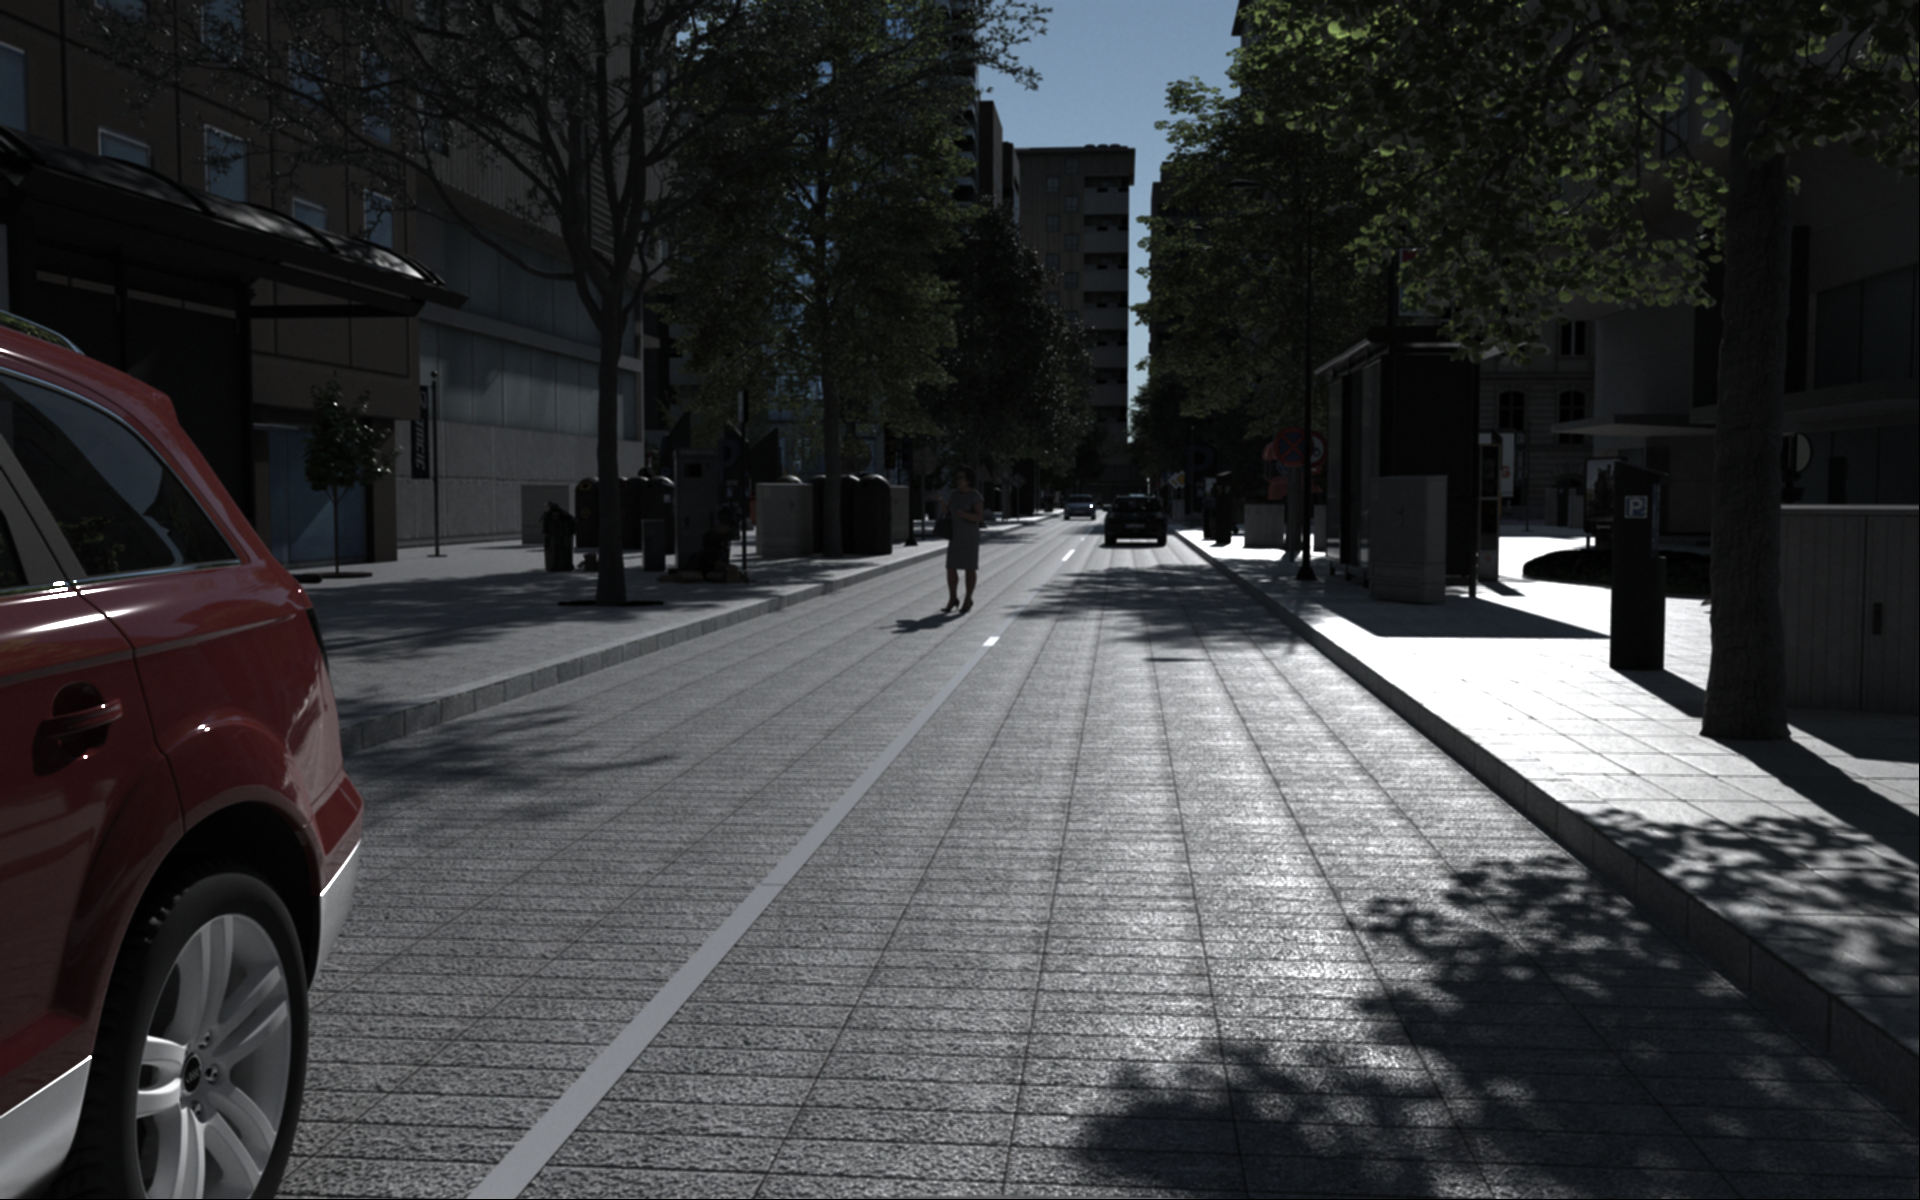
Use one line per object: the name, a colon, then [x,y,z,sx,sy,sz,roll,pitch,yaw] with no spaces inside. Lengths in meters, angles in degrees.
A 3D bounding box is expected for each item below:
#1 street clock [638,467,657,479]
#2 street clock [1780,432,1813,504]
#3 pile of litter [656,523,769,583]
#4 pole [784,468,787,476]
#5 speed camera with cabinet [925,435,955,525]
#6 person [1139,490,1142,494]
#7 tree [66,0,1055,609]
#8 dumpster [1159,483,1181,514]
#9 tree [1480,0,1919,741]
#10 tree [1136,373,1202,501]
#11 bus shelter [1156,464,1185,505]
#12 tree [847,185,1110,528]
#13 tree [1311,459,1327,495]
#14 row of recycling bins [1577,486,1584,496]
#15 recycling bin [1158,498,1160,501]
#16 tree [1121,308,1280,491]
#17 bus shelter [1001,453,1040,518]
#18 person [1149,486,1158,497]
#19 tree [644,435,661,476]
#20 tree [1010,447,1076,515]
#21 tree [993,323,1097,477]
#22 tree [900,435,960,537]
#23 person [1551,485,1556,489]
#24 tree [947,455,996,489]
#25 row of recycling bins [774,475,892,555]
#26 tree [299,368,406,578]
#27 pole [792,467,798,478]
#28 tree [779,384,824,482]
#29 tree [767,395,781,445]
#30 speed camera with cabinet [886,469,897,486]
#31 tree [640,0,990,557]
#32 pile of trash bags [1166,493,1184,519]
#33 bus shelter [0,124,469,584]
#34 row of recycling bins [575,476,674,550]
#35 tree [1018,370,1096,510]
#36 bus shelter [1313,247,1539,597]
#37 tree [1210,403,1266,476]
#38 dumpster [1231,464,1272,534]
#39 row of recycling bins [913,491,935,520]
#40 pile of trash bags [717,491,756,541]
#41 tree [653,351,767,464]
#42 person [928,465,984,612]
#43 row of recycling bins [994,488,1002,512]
street clock: [-8.328,-2.546,46.205,0.471,2.002,0.358,-2,4,-29]
street clock: [9.808,-0.974,20.499,0.471,2.002,0.358,-1,4,-22]
pile of litter: [-3.629,-0.689,25.229,1.719,0.858,1.176,3,4,37]
pole: [-13.594,-8.641,135.125,0.158,3.312,0.155,0,3,0]
speed camera with cabinet: [-0.561,-3.746,55.579,0.660,3.252,2.038,2,4,24]
person: [15.127,-8.372,145.862,0.515,1.767,0.782,1,4,17]
tree: [-4.070,-6.688,19.721,12.009,13.543,11.850,0,3,0]
dumpster: [13.646,-6.696,111.973,1.502,2.255,1.985,0,4,5]
tree: [4.308,-5.523,8.431,7.486,12.596,7.792,0,3,0]
tree: [12.394,-9.228,101.239,4.360,8.622,3.978,0,3,0]
bus shelter: [14.452,-7.594,118.086,2.014,3.302,5.546,0,4,5]
tree: [0.512,-9.050,64.973,9.611,12.733,9.660,0,3,0]
tree: [14.921,-4.589,69.636,1.663,3.219,1.824,0,3,0]
row of recycling bins: [44.172,-6.861,119.292,3.534,1.692,1.069,0,4,-8]
recycling bin: [14.459,-6.927,125.814,0.722,1.027,0.722,1,4,21]
tree: [12.240,-9.203,84.884,7.601,10.594,8.767,-1,4,-11]
bus shelter: [3.464,-7.410,98.782,2.179,5.291,8.768,0,4,6]
person: [8.956,-4.363,80.082,0.600,1.795,0.529,-2,4,-35]
tree: [-17.458,-6.858,95.846,4.285,4.588,4.351,0,3,0]
tree: [4.551,-7.615,108.226,4.285,4.588,4.351,0,3,0]
tree: [4.710,-12.997,119.155,9.857,13.997,8.962,0,3,0]
tree: [-1.134,-3.503,51.881,1.663,3.219,1.824,0,3,0]
person: [24.636,-3.866,71.959,0.529,1.795,0.600,0,4,-1]
tree: [0.466,-7.308,103.205,4.285,4.588,4.351,0,3,0]
row of recycling bins: [-2.818,-1.875,37.772,3.534,1.692,1.069,3,5,43]
tree: [-9.652,-1.959,26.626,1.663,3.219,1.824,0,3,0]
pole: [-12.646,-8.437,131.792,0.158,3.312,0.155,0,3,0]
tree: [-10.396,-10.155,116.402,4.360,8.622,3.978,0,3,0]
tree: [-14.181,-10.424,120.798,4.737,8.622,4.395,0,3,0]
speed camera with cabinet: [-4.370,-6.761,104.878,0.660,3.252,2.038,0,4,1]
tree: [-2.874,-7.122,34.575,7.486,12.596,7.792,0,3,0]
pile of trash bags: [11.628,-4.892,89.743,1.912,1.369,3.447,0,4,3]
bus shelter: [-5.193,-1.060,11.260,2.014,3.302,5.546,0,4,5]
row of recycling bins: [-7.889,-2.069,40.940,3.534,1.692,1.069,3,5,44]
tree: [7.632,-13.348,143.999,9.928,11.665,9.643,0,3,0]
bus shelter: [6.522,-2.946,25.795,2.179,5.291,8.768,0,4,5]
tree: [19.017,-10.297,118.717,4.737,8.622,4.395,0,3,0]
dumpster: [9.421,-3.324,56.844,1.502,2.255,1.985,0,4,6]
row of recycling bins: [-2.508,-4.849,86.389,3.534,1.692,1.069,1,4,12]
pile of trash bags: [-6.539,-2.305,47.441,3.447,1.369,1.912,2,4,35]
tree: [-12.865,-8.336,86.659,4.737,8.622,4.395,0,3,0]
person: [-0.078,-0.747,21.076,0.716,1.782,0.532,3,4,38]
row of recycling bins: [2.940,-7.095,123.123,3.534,1.692,1.069,3,4,38]
